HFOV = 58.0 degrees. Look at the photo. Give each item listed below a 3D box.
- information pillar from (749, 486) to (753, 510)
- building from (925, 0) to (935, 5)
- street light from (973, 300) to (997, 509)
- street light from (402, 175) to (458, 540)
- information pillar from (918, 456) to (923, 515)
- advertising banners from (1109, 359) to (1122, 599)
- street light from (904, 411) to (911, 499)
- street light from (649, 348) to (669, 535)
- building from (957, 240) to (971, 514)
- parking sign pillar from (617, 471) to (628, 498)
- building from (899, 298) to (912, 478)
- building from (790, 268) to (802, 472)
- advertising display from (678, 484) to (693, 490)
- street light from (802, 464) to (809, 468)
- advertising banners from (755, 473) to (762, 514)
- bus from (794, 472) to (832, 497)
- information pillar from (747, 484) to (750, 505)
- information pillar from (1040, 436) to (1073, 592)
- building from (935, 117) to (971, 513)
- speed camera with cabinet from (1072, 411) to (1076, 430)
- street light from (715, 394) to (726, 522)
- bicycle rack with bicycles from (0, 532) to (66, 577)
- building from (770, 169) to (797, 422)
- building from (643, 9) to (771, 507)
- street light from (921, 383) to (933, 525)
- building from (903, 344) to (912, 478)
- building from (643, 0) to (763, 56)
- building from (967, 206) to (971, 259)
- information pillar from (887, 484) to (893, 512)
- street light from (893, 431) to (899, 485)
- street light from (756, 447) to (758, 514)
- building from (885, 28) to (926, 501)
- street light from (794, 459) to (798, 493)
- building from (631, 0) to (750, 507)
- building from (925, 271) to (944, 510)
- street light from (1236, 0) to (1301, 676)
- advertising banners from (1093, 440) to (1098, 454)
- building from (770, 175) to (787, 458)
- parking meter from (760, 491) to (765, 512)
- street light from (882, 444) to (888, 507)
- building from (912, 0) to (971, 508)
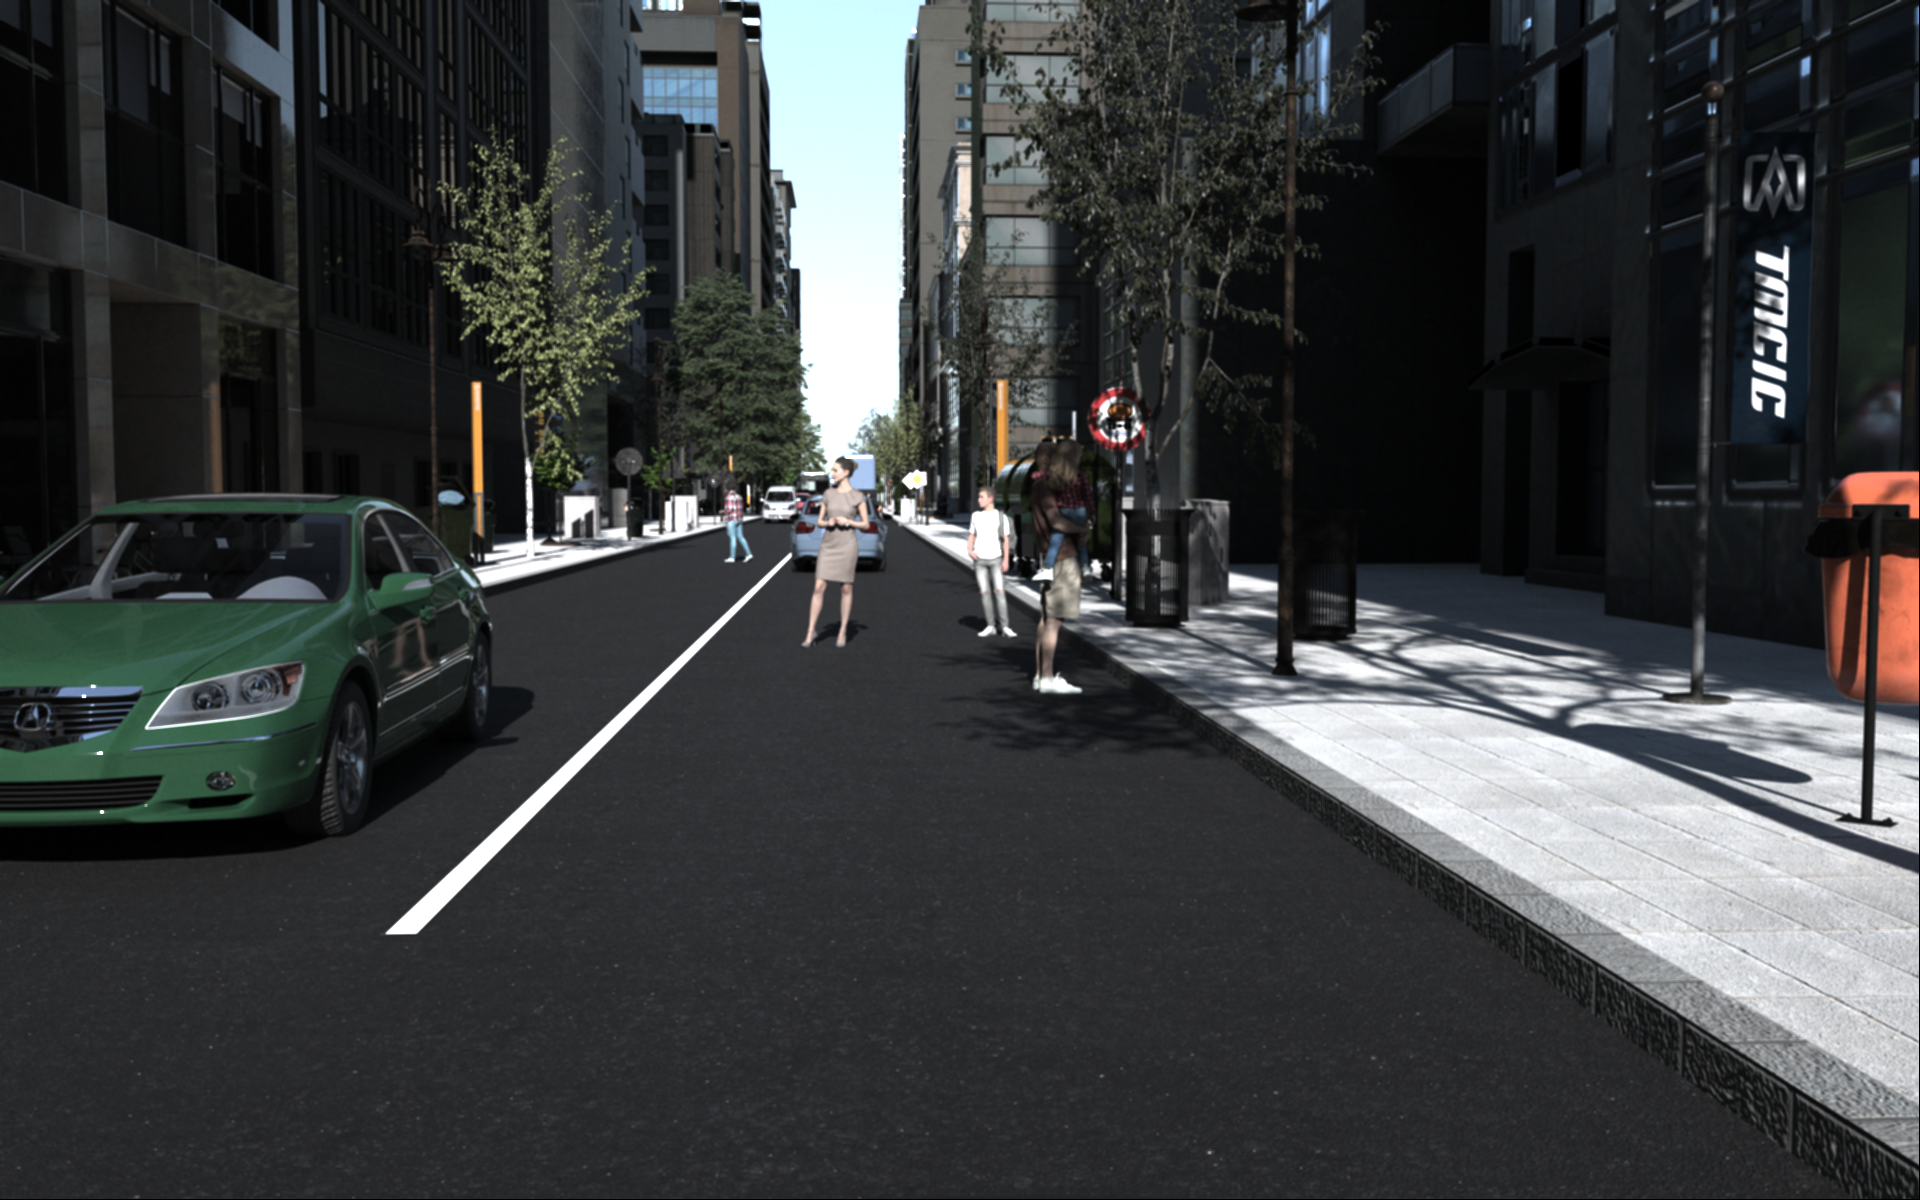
[{"bbox_3d":[-17.010,-8.372,141.370,0.304,2.012,0.304,0,4,0],"label":"information pillar"},{"bbox_3d":[4.664,-45.841,187.749,20.563,71.187,20.611,0,4,-4],"label":"building"},{"bbox_3d":[0.587,-4.195,41.371,0.468,5.910,1.993,0,4,-4],"label":"street light"},{"bbox_3d":[-7.775,-3.228,25.559,0.468,5.910,1.993,0,4,-4],"label":"street light"},{"bbox_3d":[-2.385,-7.064,106.859,0.183,3.616,0.504,-2,4,-27],"label":"information pillar"},{"bbox_3d":[1.991,-1.576,21.956,0.090,3.025,2.074,0,4,8],"label":"advertising banners"},{"bbox_3d":[-2.855,-7.483,95.126,0.468,5.910,1.993,0,4,-4],"label":"street light"},{"bbox_3d":[-9.491,-5.016,54.802,0.468,5.910,1.993,0,4,-4],"label":"street light"},{"bbox_3d":[5.654,-14.815,106.845,10.561,19.102,19.286,0,4,-4],"label":"building"},{"bbox_3d":[-23.514,-8.000,119.270,1.447,3.967,1.447,0,4,6],"label":"parking sign pillar"},{"bbox_3d":[-2.010,-29.573,255.220,14.160,30.474,14.107,0,4,-4],"label":"building"},{"bbox_3d":[-35.168,-37.985,304.651,14.154,41.232,14.086,0,4,-4],"label":"building"},{"bbox_3d":[-17.699,-6.519,111.803,0.974,1.923,0.123,1,4,12],"label":"advertising display"},{"bbox_3d":[-19.344,-14.800,214.769,0.468,5.910,1.993,0,4,-4],"label":"street light"},{"bbox_3d":[-13.057,-7.112,112.466,0.090,3.025,2.074,0,4,7],"label":"advertising banners"},{"bbox_3d":[-12.005,-8.985,141.764,2.948,3.499,13.247,0,4,-5],"label":"bus"},{"bbox_3d":[-17.507,-9.358,144.365,0.504,3.616,0.183,2,4,29],"label":"information pillar"},{"bbox_3d":[1.225,-1.072,22.019,0.304,2.012,0.304,-2,4,-33],"label":"information pillar"},{"bbox_3d":[5.446,-20.816,126.241,13.634,28.700,20.117,0,4,-4],"label":"building"},{"bbox_3d":[2.105,-2.862,41.133,2.038,3.252,0.660,-1,4,-14],"label":"speed camera with cabinet"},{"bbox_3d":[-11.012,-6.552,79.918,0.468,5.910,1.993,0,4,-4],"label":"street light"},{"bbox_3d":[-7.726,-0.201,16.670,2.925,0.926,2.852,2,4,31],"label":"bicycle rack with bicycles"},{"bbox_3d":[-41.294,-42.424,282.871,28.713,52.752,27.495,0,4,-4],"label":"building"},{"bbox_3d":[-30.659,-33.927,178.404,21.300,48.544,21.600,0,4,-4],"label":"building"},{"bbox_3d":[-1.348,-6.012,71.078,0.468,5.910,1.993,0,4,-4],"label":"street light"},{"bbox_3d":[7.187,-22.577,214.175,27.650,21.520,28.899,0,4,-4],"label":"building"},{"bbox_3d":[-32.949,-54.485,203.497,22.319,86.520,31.000,0,4,-4],"label":"building"},{"bbox_3d":[12.749,-15.142,89.367,24.055,21.916,13.314,0,4,-4],"label":"building"},{"bbox_3d":[-5.132,-7.513,127.322,0.304,2.012,0.304,-3,5,-41],"label":"information pillar"},{"bbox_3d":[-4.606,-9.274,124.415,0.468,5.910,1.993,0,4,-4],"label":"street light"},{"bbox_3d":[-12.867,-8.377,109.751,0.468,5.910,1.993,0,4,-4],"label":"street light"},{"bbox_3d":[-1.557,-60.228,297.406,22.319,86.520,31.000,0,4,-4],"label":"building"},{"bbox_3d":[-17.514,-12.982,185.046,0.468,5.910,1.993,0,4,-4],"label":"street light"},{"bbox_3d":[-26.831,-31.216,160.493,14.600,45.320,14.200,0,4,-4],"label":"building"},{"bbox_3d":[2.297,-18.124,145.476,9.793,20.994,18.267,0,4,-4],"label":"building"},{"bbox_3d":[2.307,-2.406,12.128,0.468,5.910,1.993,0,4,-4],"label":"street light"},{"bbox_3d":[4.005,-3.504,53.477,0.090,3.025,2.074,-1,4,-8],"label":"advertising banners"},{"bbox_3d":[-36.902,-38.810,254.152,23.786,49.044,30.456,0,4,-4],"label":"building"},{"bbox_3d":[-14.214,-7.121,124.836,0.372,1.533,0.369,0,3,0],"label":"parking meter"},{"bbox_3d":[-6.405,-11.062,153.653,0.468,5.910,1.993,0,4,-4],"label":"street light"},{"bbox_3d":[6.348,-33.256,167.438,21.300,48.544,21.600,0,4,-4],"label":"building"}]
